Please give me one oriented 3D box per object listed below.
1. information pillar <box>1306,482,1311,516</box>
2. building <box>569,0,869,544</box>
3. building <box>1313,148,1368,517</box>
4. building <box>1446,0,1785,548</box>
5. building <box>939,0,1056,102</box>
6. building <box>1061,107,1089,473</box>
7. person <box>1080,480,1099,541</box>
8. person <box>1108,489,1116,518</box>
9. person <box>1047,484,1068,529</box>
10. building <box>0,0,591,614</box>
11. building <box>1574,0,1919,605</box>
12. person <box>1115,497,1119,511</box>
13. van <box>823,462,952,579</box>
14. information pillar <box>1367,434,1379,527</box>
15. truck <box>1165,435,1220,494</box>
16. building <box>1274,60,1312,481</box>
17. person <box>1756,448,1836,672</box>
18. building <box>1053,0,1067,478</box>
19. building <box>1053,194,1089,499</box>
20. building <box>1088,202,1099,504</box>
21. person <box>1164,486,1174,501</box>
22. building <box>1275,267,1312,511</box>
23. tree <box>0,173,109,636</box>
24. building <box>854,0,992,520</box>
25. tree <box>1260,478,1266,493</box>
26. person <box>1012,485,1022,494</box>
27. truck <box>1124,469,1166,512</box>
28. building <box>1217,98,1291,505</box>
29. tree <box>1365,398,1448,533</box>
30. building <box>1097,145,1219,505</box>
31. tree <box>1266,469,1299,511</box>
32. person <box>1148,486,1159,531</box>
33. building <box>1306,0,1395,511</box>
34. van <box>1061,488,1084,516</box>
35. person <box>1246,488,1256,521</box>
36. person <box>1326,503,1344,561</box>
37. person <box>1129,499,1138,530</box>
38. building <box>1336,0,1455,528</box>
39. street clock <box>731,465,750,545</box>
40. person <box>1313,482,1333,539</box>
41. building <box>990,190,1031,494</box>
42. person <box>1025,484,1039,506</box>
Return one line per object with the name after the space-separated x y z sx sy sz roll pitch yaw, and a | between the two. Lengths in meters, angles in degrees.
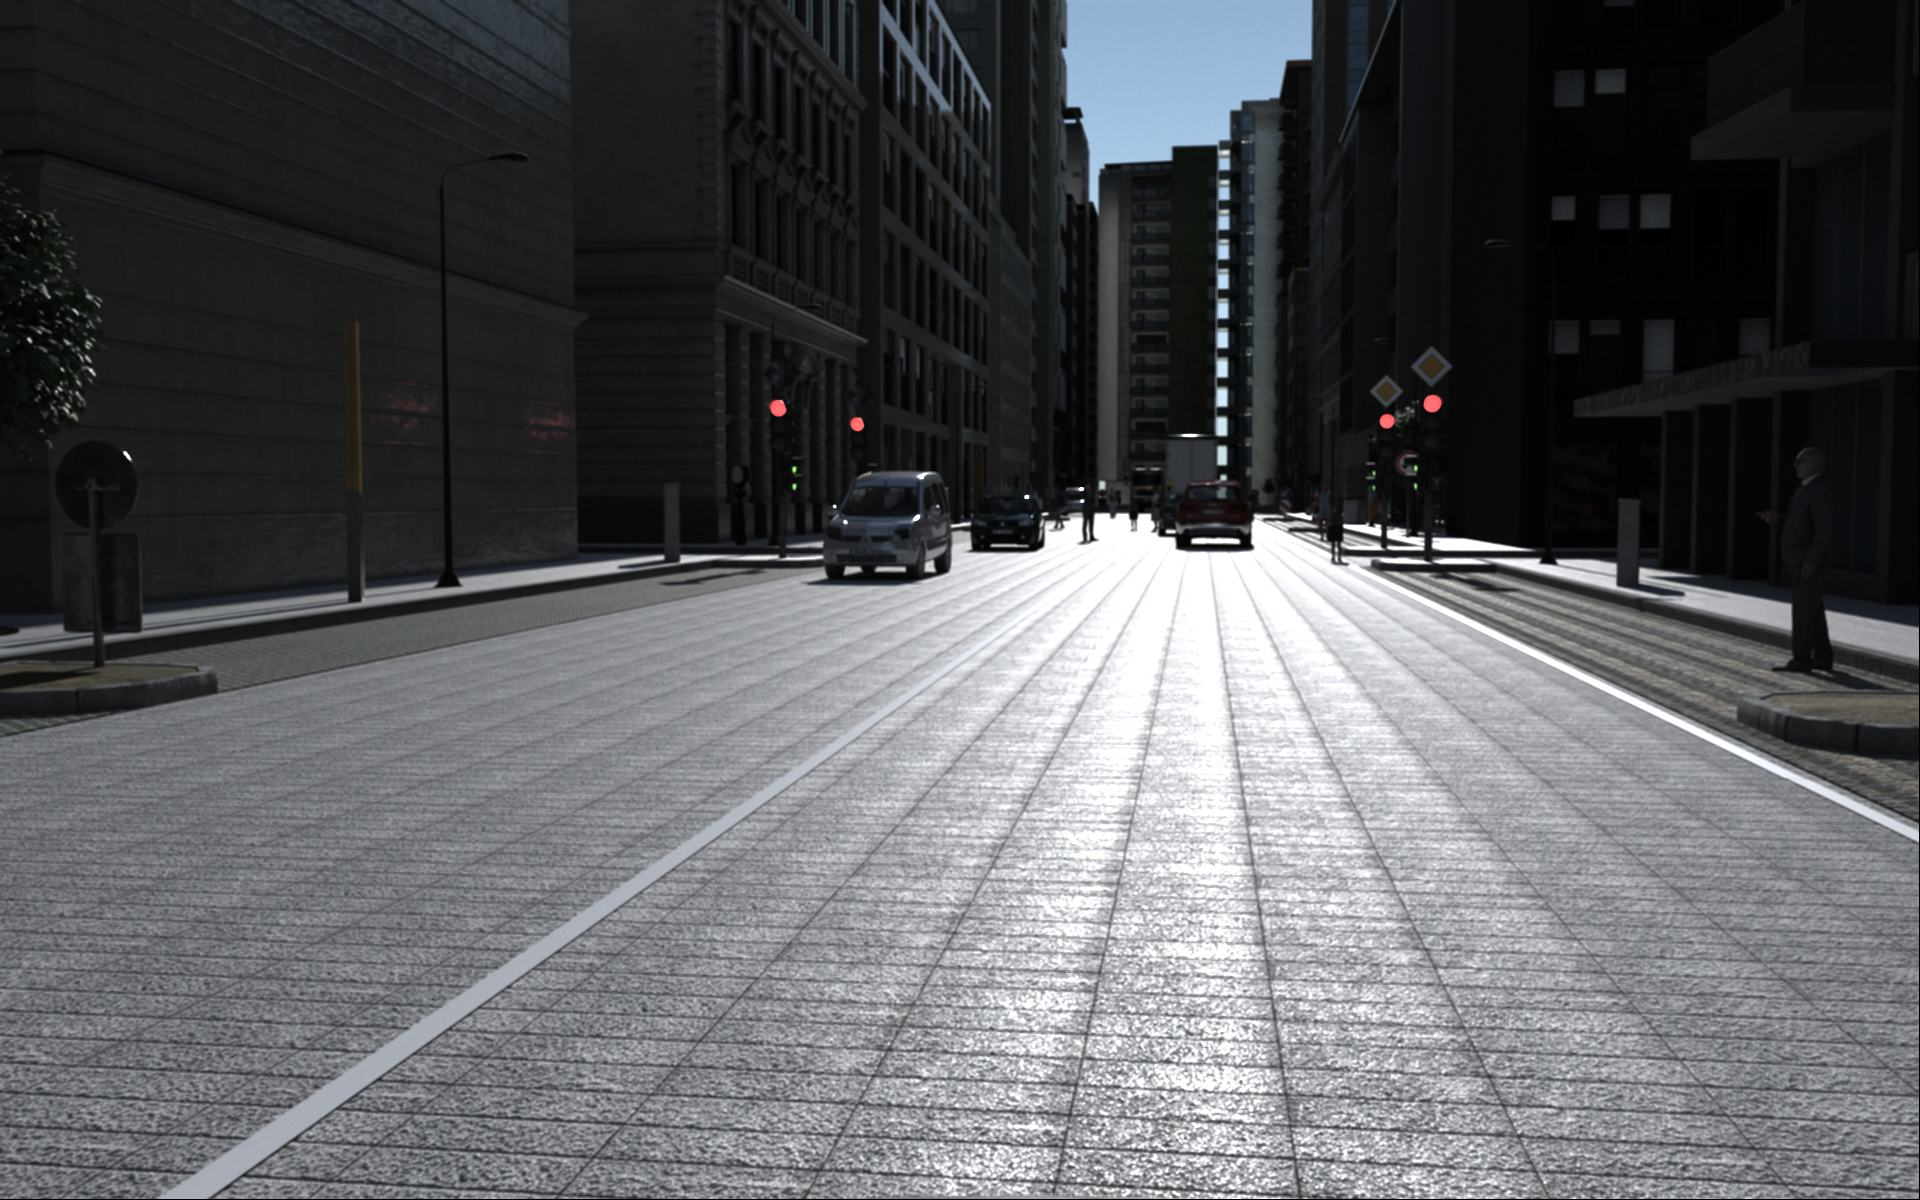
20.846 -6.062 103.601 0.304 2.012 0.304 1 4 17 | information pillar
-9.694 -13.750 53.687 11.050 23.489 19.941 0 4 8 | building
27.351 -16.821 103.903 11.050 23.489 19.941 0 4 8 | building
21.978 -13.201 45.517 15.834 23.373 12.332 0 4 8 | building
-0.718 -26.987 124.831 14.154 41.232 14.086 0 4 8 | building
6.676 -30.738 186.159 14.086 41.232 14.154 0 4 8 | building
3.971 -2.715 52.698 0.655 1.846 0.447 -3 5 -42 | person
9.046 -5.723 102.617 0.519 1.759 0.362 -3 5 -42 | person
3.933 -3.761 69.980 0.713 1.824 0.794 3 5 39 | person
-29.830 -15.406 28.302 44.131 29.872 17.030 0 4 8 | building
19.894 -22.034 14.888 22.147 44.769 28.867 0 4 8 | building
10.467 -6.313 116.393 0.352 1.250 0.332 -1 4 -15 | person
-1.226 -1.439 30.539 2.013 2.044 4.112 1 4 9 | van
16.164 -4.668 67.683 0.504 3.616 0.183 -2 4 -33 | information pillar
11.851 -6.073 88.211 2.839 4.237 11.283 1 4 8 | truck
42.996 -31.700 172.920 22.147 44.769 28.867 0 4 8 | building
6.790 -0.328 14.036 0.590 1.801 0.661 1 4 14 | person
-5.233 -34.056 146.052 28.713 52.752 27.495 0 4 8 | building
4.866 -24.151 166.574 14.160 30.474 14.107 0 4 8 | building
5.871 -32.203 218.392 23.993 40.220 32.217 0 4 8 | building
9.693 -4.368 79.940 0.660 1.820 0.620 -3 5 -44 | person
41.081 -18.326 144.673 27.650 21.520 28.899 0 4 8 | building
-9.412 -1.956 15.699 4.285 4.588 4.351 0 3 0 | tree
-10.136 -16.971 81.988 19.350 26.468 34.151 0 4 8 | building
30.006 -10.664 168.955 1.663 3.219 1.824 0 3 0 | tree
2.407 -3.969 73.421 0.581 1.822 0.654 2 4 34 | person
14.778 -8.522 135.254 3.469 3.379 9.791 1 4 9 | truck
46.319 -35.999 208.197 30.456 49.044 23.786 0 4 8 | building
15.287 -4.544 58.000 4.285 4.588 4.351 0 3 0 | tree
23.610 -32.001 206.803 14.086 41.232 14.154 0 4 8 | building
24.701 -8.379 131.606 1.663 3.219 1.824 0 3 0 | tree
7.570 -3.597 67.876 0.524 1.755 0.480 1 4 21 | person
32.338 -28.927 123.065 14.600 45.320 14.200 0 4 8 | building
7.613 -6.569 114.421 2.013 2.044 4.112 0 4 7 | van
15.484 -5.111 92.468 0.661 1.777 0.834 0 4 -7 | person
7.999 -1.453 36.928 0.362 1.253 0.373 0 4 5 | person
6.844 -3.369 68.249 0.362 1.253 0.373 1 4 10 | person
25.468 -15.855 78.290 14.314 24.678 30.058 0 4 8 | building
-5.488 -2.370 43.317 0.471 2.002 0.358 3 5 41 | street clock
11.436 -2.813 54.582 0.616 1.811 0.778 2 4 23 | person
-1.645 -15.421 106.887 10.420 20.320 16.860 0 4 8 | building
2.479 -3.106 59.551 0.793 1.790 0.793 1 4 15 | person
